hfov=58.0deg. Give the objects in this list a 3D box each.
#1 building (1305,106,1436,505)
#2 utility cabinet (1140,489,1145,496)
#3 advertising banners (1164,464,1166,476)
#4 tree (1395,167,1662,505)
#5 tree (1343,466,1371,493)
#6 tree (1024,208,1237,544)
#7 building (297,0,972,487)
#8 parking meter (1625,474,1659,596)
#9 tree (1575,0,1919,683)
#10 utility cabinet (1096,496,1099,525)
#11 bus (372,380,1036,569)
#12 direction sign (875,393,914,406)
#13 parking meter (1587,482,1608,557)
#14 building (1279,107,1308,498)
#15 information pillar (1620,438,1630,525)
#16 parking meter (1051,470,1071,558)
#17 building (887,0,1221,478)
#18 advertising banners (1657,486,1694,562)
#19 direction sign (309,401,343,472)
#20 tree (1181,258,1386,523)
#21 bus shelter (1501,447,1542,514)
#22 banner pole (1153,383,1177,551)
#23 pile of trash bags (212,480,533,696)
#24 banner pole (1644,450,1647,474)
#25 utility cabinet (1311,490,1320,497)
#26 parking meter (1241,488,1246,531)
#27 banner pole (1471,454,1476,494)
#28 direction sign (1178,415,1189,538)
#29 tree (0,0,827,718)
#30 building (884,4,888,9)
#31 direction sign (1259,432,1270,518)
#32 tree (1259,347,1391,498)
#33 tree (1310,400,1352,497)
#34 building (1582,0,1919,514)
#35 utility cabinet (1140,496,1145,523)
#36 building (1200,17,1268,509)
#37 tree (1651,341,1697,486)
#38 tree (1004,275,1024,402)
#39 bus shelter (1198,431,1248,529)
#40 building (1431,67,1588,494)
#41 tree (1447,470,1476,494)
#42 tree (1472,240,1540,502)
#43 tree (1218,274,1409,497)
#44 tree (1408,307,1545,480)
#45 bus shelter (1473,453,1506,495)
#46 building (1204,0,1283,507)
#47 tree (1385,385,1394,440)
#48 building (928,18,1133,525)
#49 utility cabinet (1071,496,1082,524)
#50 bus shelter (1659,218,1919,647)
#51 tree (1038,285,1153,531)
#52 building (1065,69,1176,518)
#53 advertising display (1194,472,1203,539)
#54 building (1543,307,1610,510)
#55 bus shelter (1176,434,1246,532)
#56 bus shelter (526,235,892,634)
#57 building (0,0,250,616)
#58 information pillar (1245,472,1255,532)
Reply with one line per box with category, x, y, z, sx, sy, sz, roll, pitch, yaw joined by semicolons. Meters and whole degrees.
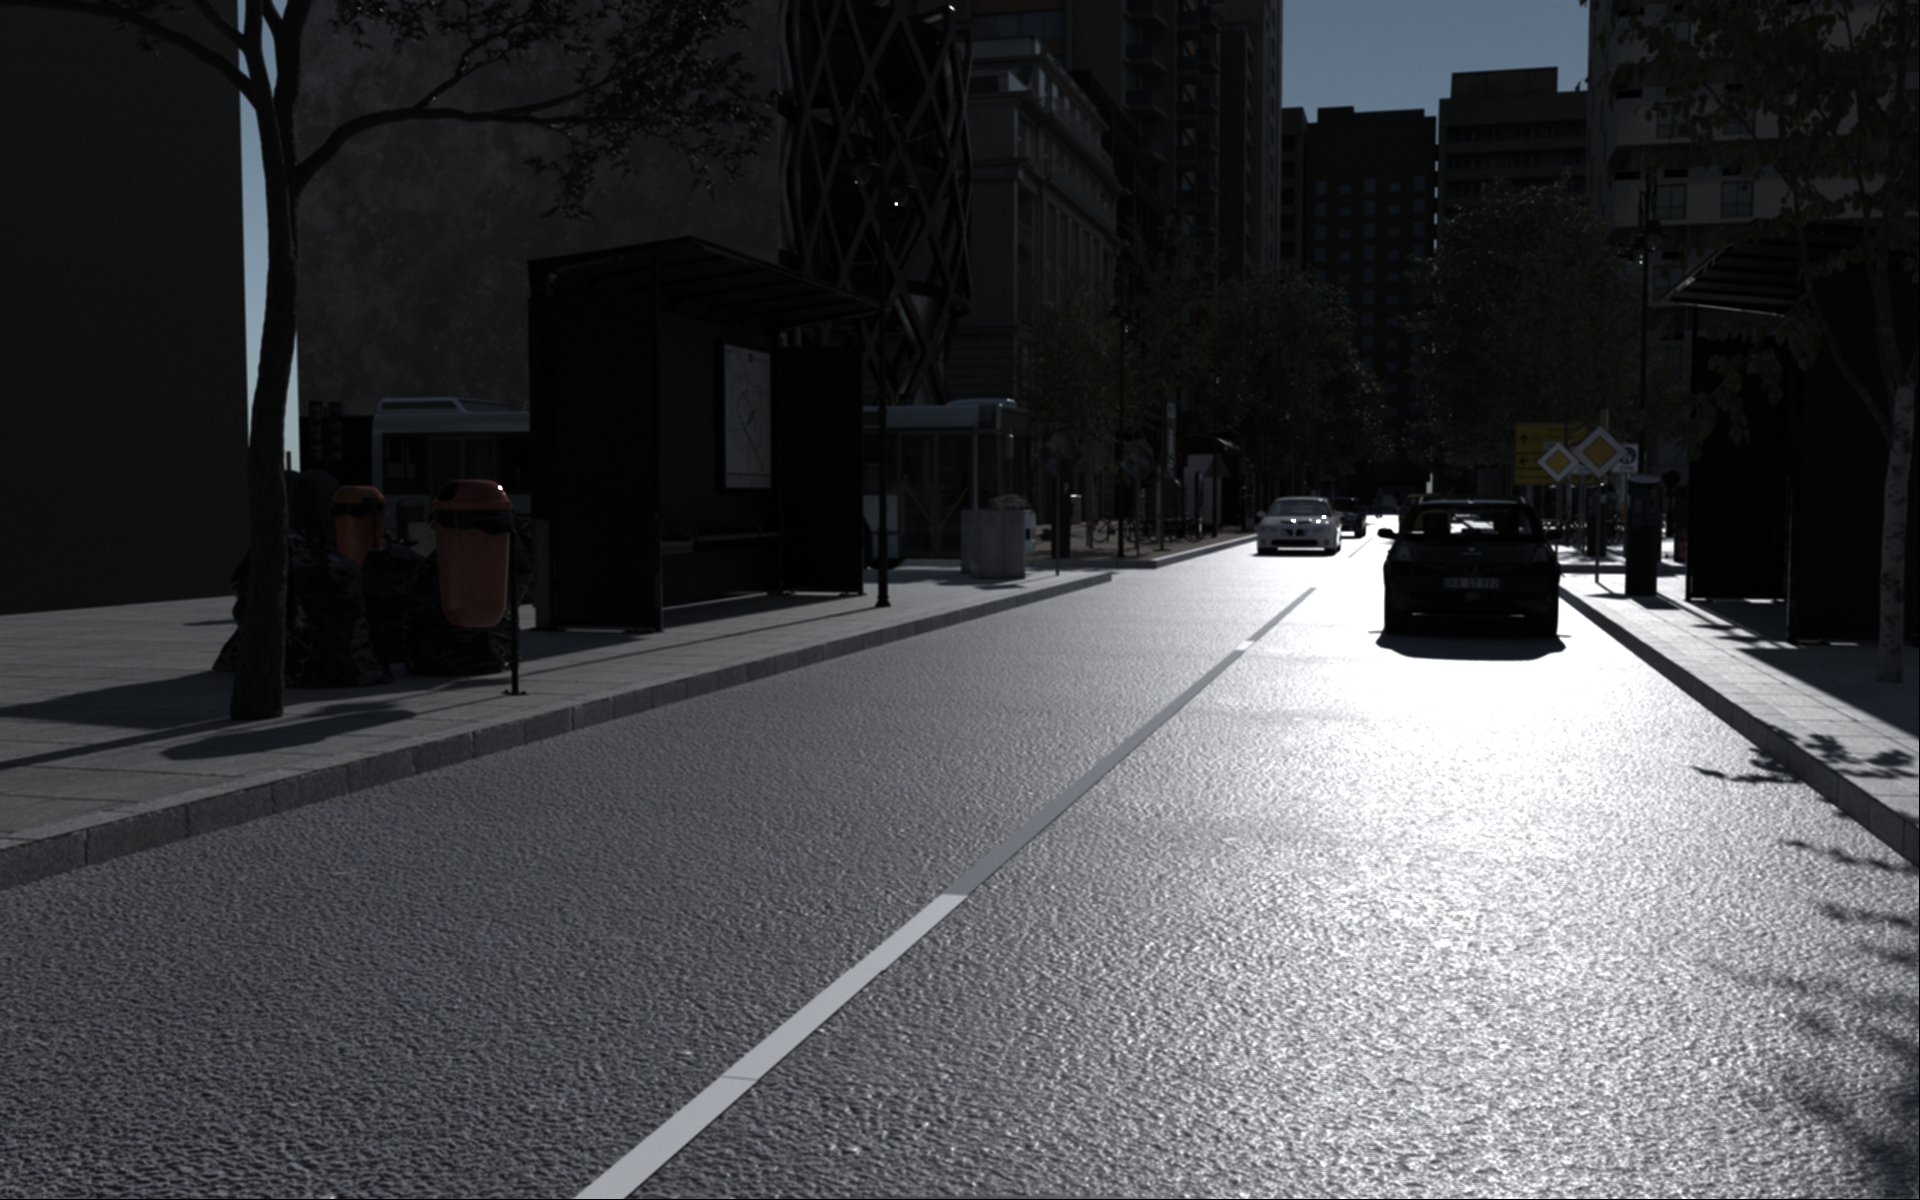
building;47.968;-33.792;202.617;14.200;45.320;14.600;1;4;15
utility cabinet;8.418;-4.221;77.691;0.318;1.500;1.173;3;5;44
advertising banners;12.562;-6.331;99.704;2.074;3.025;0.090;2;4;30
tree;22.008;-9.825;67.293;9.857;13.997;8.962;0;3;0
tree;41.510;-12.158;182.498;4.285;4.588;4.351;0;3;0
tree;4.880;-5.750;44.368;4.737;8.622;4.395;0;3;0
building;-8.360;-11.423;54.219;16.820;18.784;16.811;1;4;15
parking meter;8.620;-0.824;21.886;0.372;1.533;0.369;0;3;0
tree;6.389;-3.759;11.823;4.737;8.622;4.395;0;3;0
utility cabinet;5.620;-3.722;72.013;0.306;1.237;1.020;0;4;4
bus;-4.430;-2.290;32.299;13.247;3.499;2.948;1;4;16
direction sign;-1.474;-2.885;39.162;0.876;3.537;0.379;-1;4;-15
parking meter;13.076;-1.660;35.545;0.372;1.533;0.369;0;3;0
building;31.401;-35.870;210.168;21.600;48.544;21.300;1;4;15
information pillar;27.665;-4.933;72.009;0.504;3.616;0.183;-2;4;-33
parking meter;2.024;-1.772;34.685;0.255;1.863;0.399;2;4;33
building;6.943;-28.839;126.136;22.147;44.769;28.867;1;4;15
advertising banners;13.747;-2.239;32.788;2.074;3.025;0.090;-1;4;-11
direction sign;-15.509;-3.085;42.431;0.379;3.537;0.876;3;4;39
tree;13.313;-9.246;76.922;9.928;11.665;9.643;0;3;0
bus shelter;25.506;-6.125;77.770;2.179;5.291;8.768;1;4;15
banner pole;4.707;-3.013;39.286;0.401;3.779;0.863;3;4;36
pile of trash bags;-3.886;-0.141;12.064;1.912;1.369;3.447;-3;4;-37
banner pole;34.273;-5.940;87.136;0.863;3.779;0.401;-3;4;-36
utility cabinet;21.859;-6.031;107.285;0.318;1.500;1.173;3;5;41
parking meter;9.962;-3.163;60.126;0.372;1.533;0.369;0;3;0
banner pole;28.630;-6.519;96.603;0.401;3.779;0.863;0;4;1
direction sign;6.451;-3.559;50.193;0.379;3.537;0.876;-1;4;-10
tree;-3.700;-4.603;9.676;7.601;10.594;8.767;-1;4;-10
building;-8.756;-55.508;220.229;31.000;86.520;22.319;1;4;15
direction sign;11.193;-4.386;63.700;0.379;3.537;0.876;2;4;33
tree;21.911;-11.602;107.813;7.486;12.596;7.792;0;3;0
tree;25.611;-10.329;119.236;4.360;8.622;3.978;0;3;0
building;59.862;-32.660;123.225;28.713;52.752;27.495;1;4;15
utility cabinet;8.376;-3.979;76.210;1.020;1.237;0.306;-1;4;-21
building;18.159;-28.306;146.401;14.154;41.232;14.086;1;4;15
tree;34.497;-7.977;80.788;4.360;8.622;3.978;0;3;0
tree;3.227;-6.401;55.015;4.737;8.622;4.395;0;3;0
bus shelter;10.041;-4.659;67.461;1.731;3.624;6.357;1;4;15
building;66.022;-35.294;200.751;21.600;48.544;21.300;1;4;15
tree;35.228;-7.722;120.852;1.663;3.219;1.824;0;3;0
tree;16.282;-5.815;45.437;4.737;8.622;4.395;0;3;0
tree;17.988;-10.599;90.300;9.611;12.733;9.660;0;3;0
tree;31.605;-11.492;104.901;9.611;12.733;9.660;0;3;0
bus shelter;26.878;-5.707;87.241;2.014;3.302;5.546;1;4;15
building;19.823;-44.547;166.599;20.611;71.187;20.563;1;4;15
tree;28.230;-12.413;128.700;9.928;11.665;9.643;0;3;0
building;-0.582;-14.575;80.097;13.314;21.916;24.055;1;4;15
utility cabinet;4.739;-3.796;73.227;0.306;1.237;1.020;3;4;38
bus shelter;8.383;-1.608;17.575;1.731;3.624;6.357;1;4;15
tree;4.703;-6.733;60.447;4.360;8.622;3.978;0;3;0
building;5.133;-16.499;99.442;12.332;23.373;15.834;1;4;15
advertising display;6.931;-2.755;50.263;0.123;1.923;0.974;1;4;15
building;66.367;-18.748;151.575;27.650;21.520;28.899;1;4;15
bus shelter;8.769;-4.105;61.042;2.014;3.302;5.546;1;4;15
bus shelter;-2.481;-1.694;18.983;1.731;3.624;6.357;1;4;15
building;-18.295;-11.493;17.594;15.834;23.373;12.332;1;4;15
information pillar;9.867;-3.330;58.935;0.304;2.012;0.304;1;4;11
